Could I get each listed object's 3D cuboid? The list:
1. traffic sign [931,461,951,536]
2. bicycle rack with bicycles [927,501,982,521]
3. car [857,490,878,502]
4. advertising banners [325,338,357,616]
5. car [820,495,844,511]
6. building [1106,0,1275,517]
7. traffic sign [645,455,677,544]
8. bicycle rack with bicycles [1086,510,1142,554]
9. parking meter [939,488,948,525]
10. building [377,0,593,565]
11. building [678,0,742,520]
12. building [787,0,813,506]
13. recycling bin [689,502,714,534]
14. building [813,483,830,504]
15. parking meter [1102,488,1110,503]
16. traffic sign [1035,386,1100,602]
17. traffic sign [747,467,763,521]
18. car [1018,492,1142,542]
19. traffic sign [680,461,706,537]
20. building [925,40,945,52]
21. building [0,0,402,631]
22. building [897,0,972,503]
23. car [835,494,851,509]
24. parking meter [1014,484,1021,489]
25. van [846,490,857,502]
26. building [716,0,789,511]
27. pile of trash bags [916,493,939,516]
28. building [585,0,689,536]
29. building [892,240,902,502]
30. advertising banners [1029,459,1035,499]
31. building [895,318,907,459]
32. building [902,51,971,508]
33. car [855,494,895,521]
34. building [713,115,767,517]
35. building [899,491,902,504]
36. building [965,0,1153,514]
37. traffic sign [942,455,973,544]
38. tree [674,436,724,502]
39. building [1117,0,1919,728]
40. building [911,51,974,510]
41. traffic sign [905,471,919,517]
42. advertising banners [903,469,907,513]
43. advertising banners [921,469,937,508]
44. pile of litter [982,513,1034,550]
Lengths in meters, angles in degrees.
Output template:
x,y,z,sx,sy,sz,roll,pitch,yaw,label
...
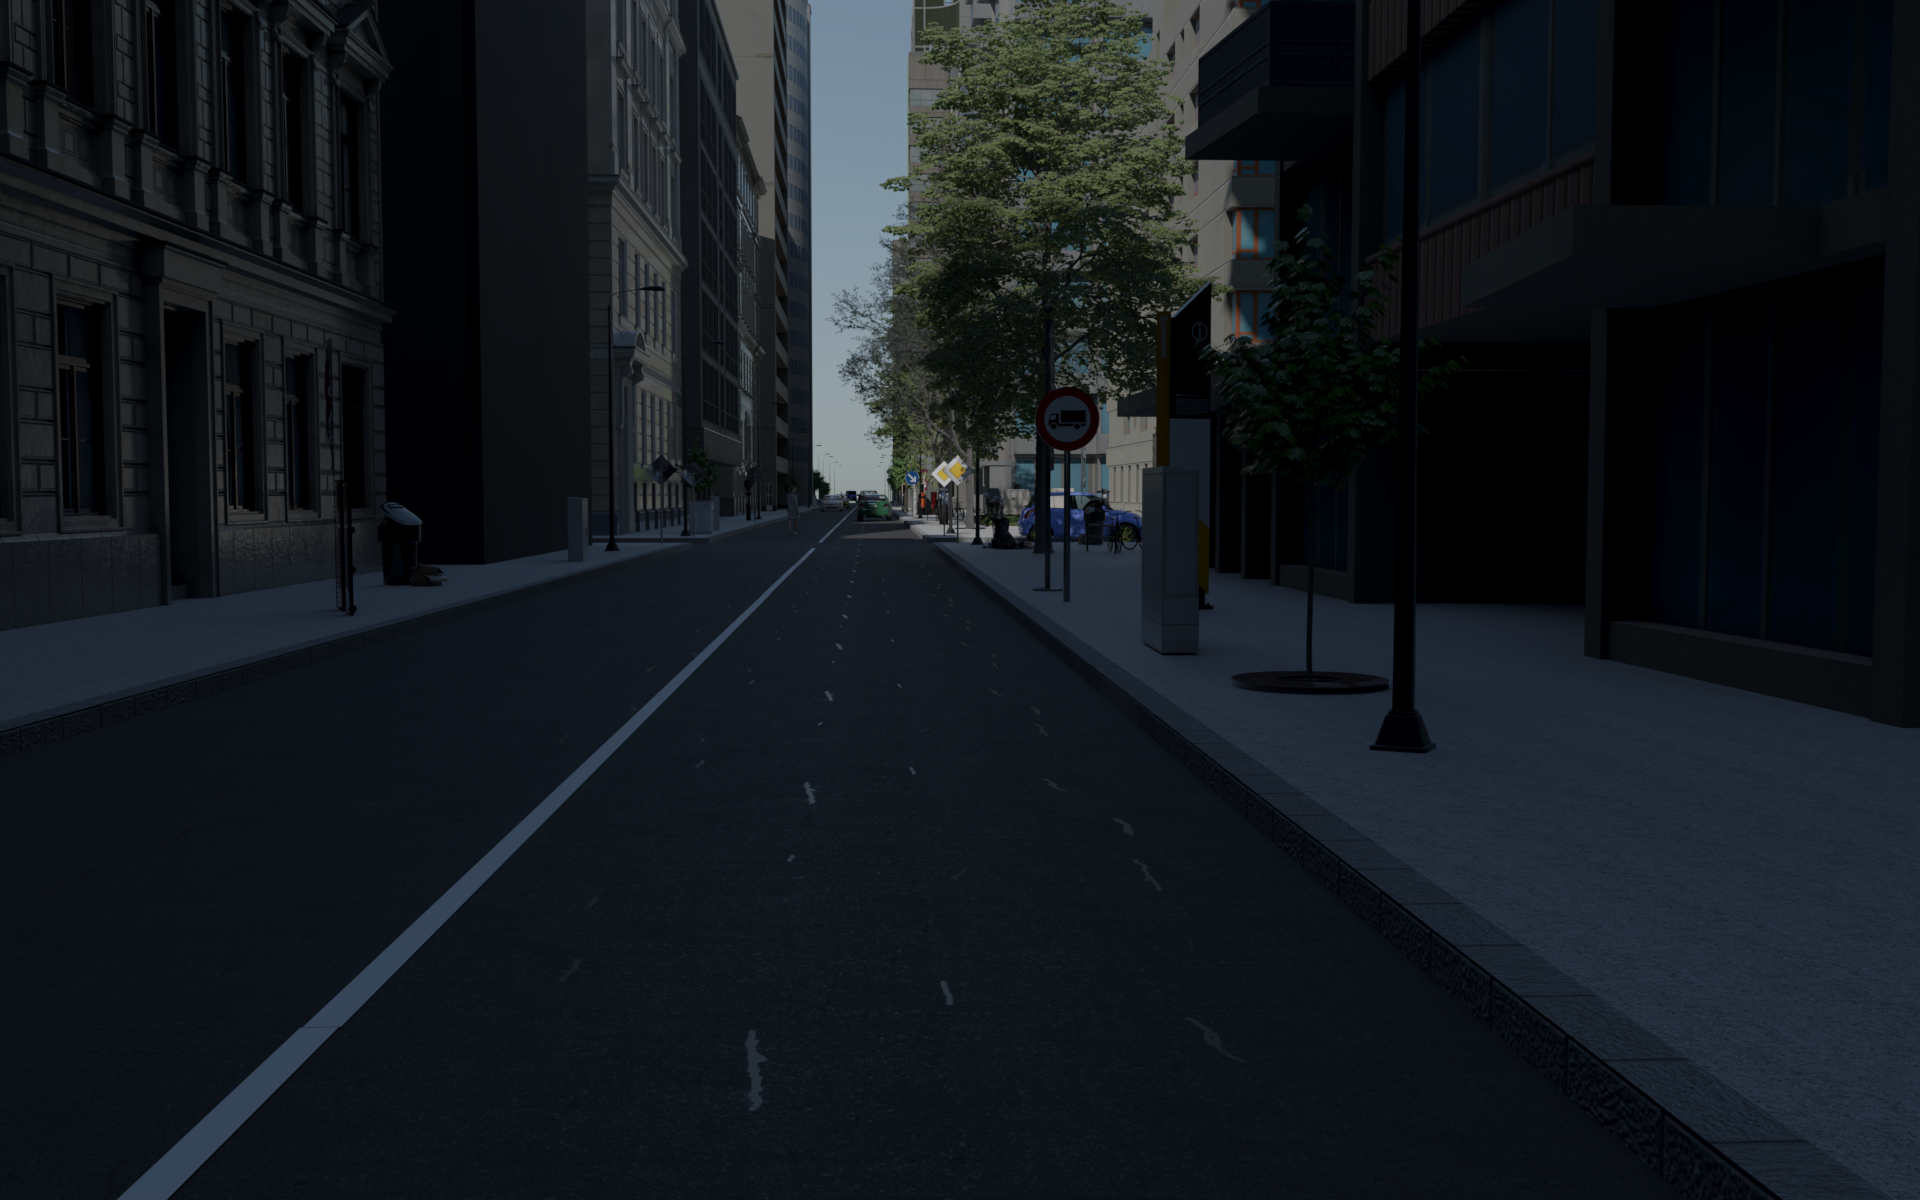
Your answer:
x,y,z,sx,sy,sz,roll,pitch,yaw,label
-0.478,-2.983,52.413,0.795,2.450,0.064,0,4,-3,traffic sign
-0.387,-4.224,82.439,2.852,0.926,2.925,-1,4,-13,bicycle rack with bicycles
-8.382,-9.236,159.685,2.281,1.827,5.304,0,4,-1,car
-6.806,-1.395,18.991,0.090,3.025,2.074,-2,4,-25,advertising banners
-10.834,-8.193,146.320,2.083,1.381,4.827,0,4,-5,car
21.951,-13.576,67.001,28.899,21.520,27.650,0,4,-3,building
-7.598,-2.473,44.068,0.795,2.450,0.064,0,4,-3,traffic sign
4.025,-1.528,38.370,2.852,0.926,2.925,-1,4,-15,bicycle rack with bicycles
-0.671,-3.910,72.346,0.372,1.533,0.369,0,3,0,parking meter
-16.835,-12.643,36.388,15.834,23.373,12.332,0,4,-3,building
-18.618,-17.757,83.829,14.314,27.812,24.014,0,4,-3,building
-26.824,-39.341,185.218,21.231,58.520,28.212,0,4,-3,building
-8.338,-2.649,55.860,0.722,1.027,0.722,0,4,-4,recycling bin
-36.662,-35.356,269.950,32.217,40.220,23.993,0,4,-3,building
6.477,-4.191,76.935,0.372,1.533,0.369,0,3,0,parking meter
1.274,-1.253,20.591,0.768,2.556,0.104,0,4,5,traffic sign
-9.646,-4.968,81.330,0.768,2.556,0.104,0,4,4,traffic sign
3.506,-2.434,49.390,3.694,1.707,1.945,0,4,-3,car
-8.013,-2.960,52.042,0.795,2.450,0.064,0,4,-3,traffic sign
5.967,-34.673,186.517,23.786,49.044,30.456,0,4,-3,building
-13.899,-9.496,19.885,10.561,19.102,19.286,0,4,-3,building
1.299,-49.453,246.807,20.563,71.187,20.611,0,4,-3,building
-11.702,-9.751,169.653,2.015,1.641,3.980,0,4,-3,car
3.162,-5.500,95.641,0.255,1.863,0.399,2,4,32,parking meter
-17.662,-16.922,281.065,2.240,2.365,5.245,0,4,-4,van
-24.753,-31.364,136.502,21.300,48.544,21.600,0,4,-3,building
-1.841,-5.819,104.899,1.912,1.369,3.447,1,4,17,pile of trash bags
-17.256,-16.875,61.817,13.634,28.700,20.117,0,4,-3,building
-3.907,-36.443,279.441,14.154,41.232,14.086,0,4,-3,building
3.597,-5.477,85.732,0.090,3.025,2.074,0,4,-7,advertising banners
-2.915,-30.188,265.267,14.160,30.474,14.107,0,4,-3,building
2.032,-29.400,164.292,14.154,41.232,14.086,0,4,-3,building
-4.577,-4.973,93.112,2.131,1.459,4.920,0,4,-1,car
-19.083,-19.093,109.435,12.463,27.353,25.104,0,4,-3,building
8.176,-32.657,225.819,32.217,40.220,23.993,0,4,-3,building
11.853,-30.139,112.374,23.786,49.044,30.456,0,4,-3,building
-0.063,-2.495,44.439,0.795,2.450,0.064,0,4,-3,traffic sign
-8.682,-3.878,58.001,1.663,3.219,1.824,0,3,0,tree
14.332,-22.158,16.916,22.147,44.769,28.867,0,4,-3,building
12.112,-27.740,145.424,32.217,40.220,23.993,0,4,-3,building
-2.651,-5.869,96.062,0.768,2.556,0.104,0,4,7,traffic sign
-3.801,-7.598,120.414,0.090,3.025,2.074,0,4,4,advertising banners
-1.805,-7.647,121.209,2.074,3.025,0.090,-2,4,-25,advertising banners
1.146,-1.637,40.738,1.176,0.858,1.719,-1,4,-14,pile of litter
